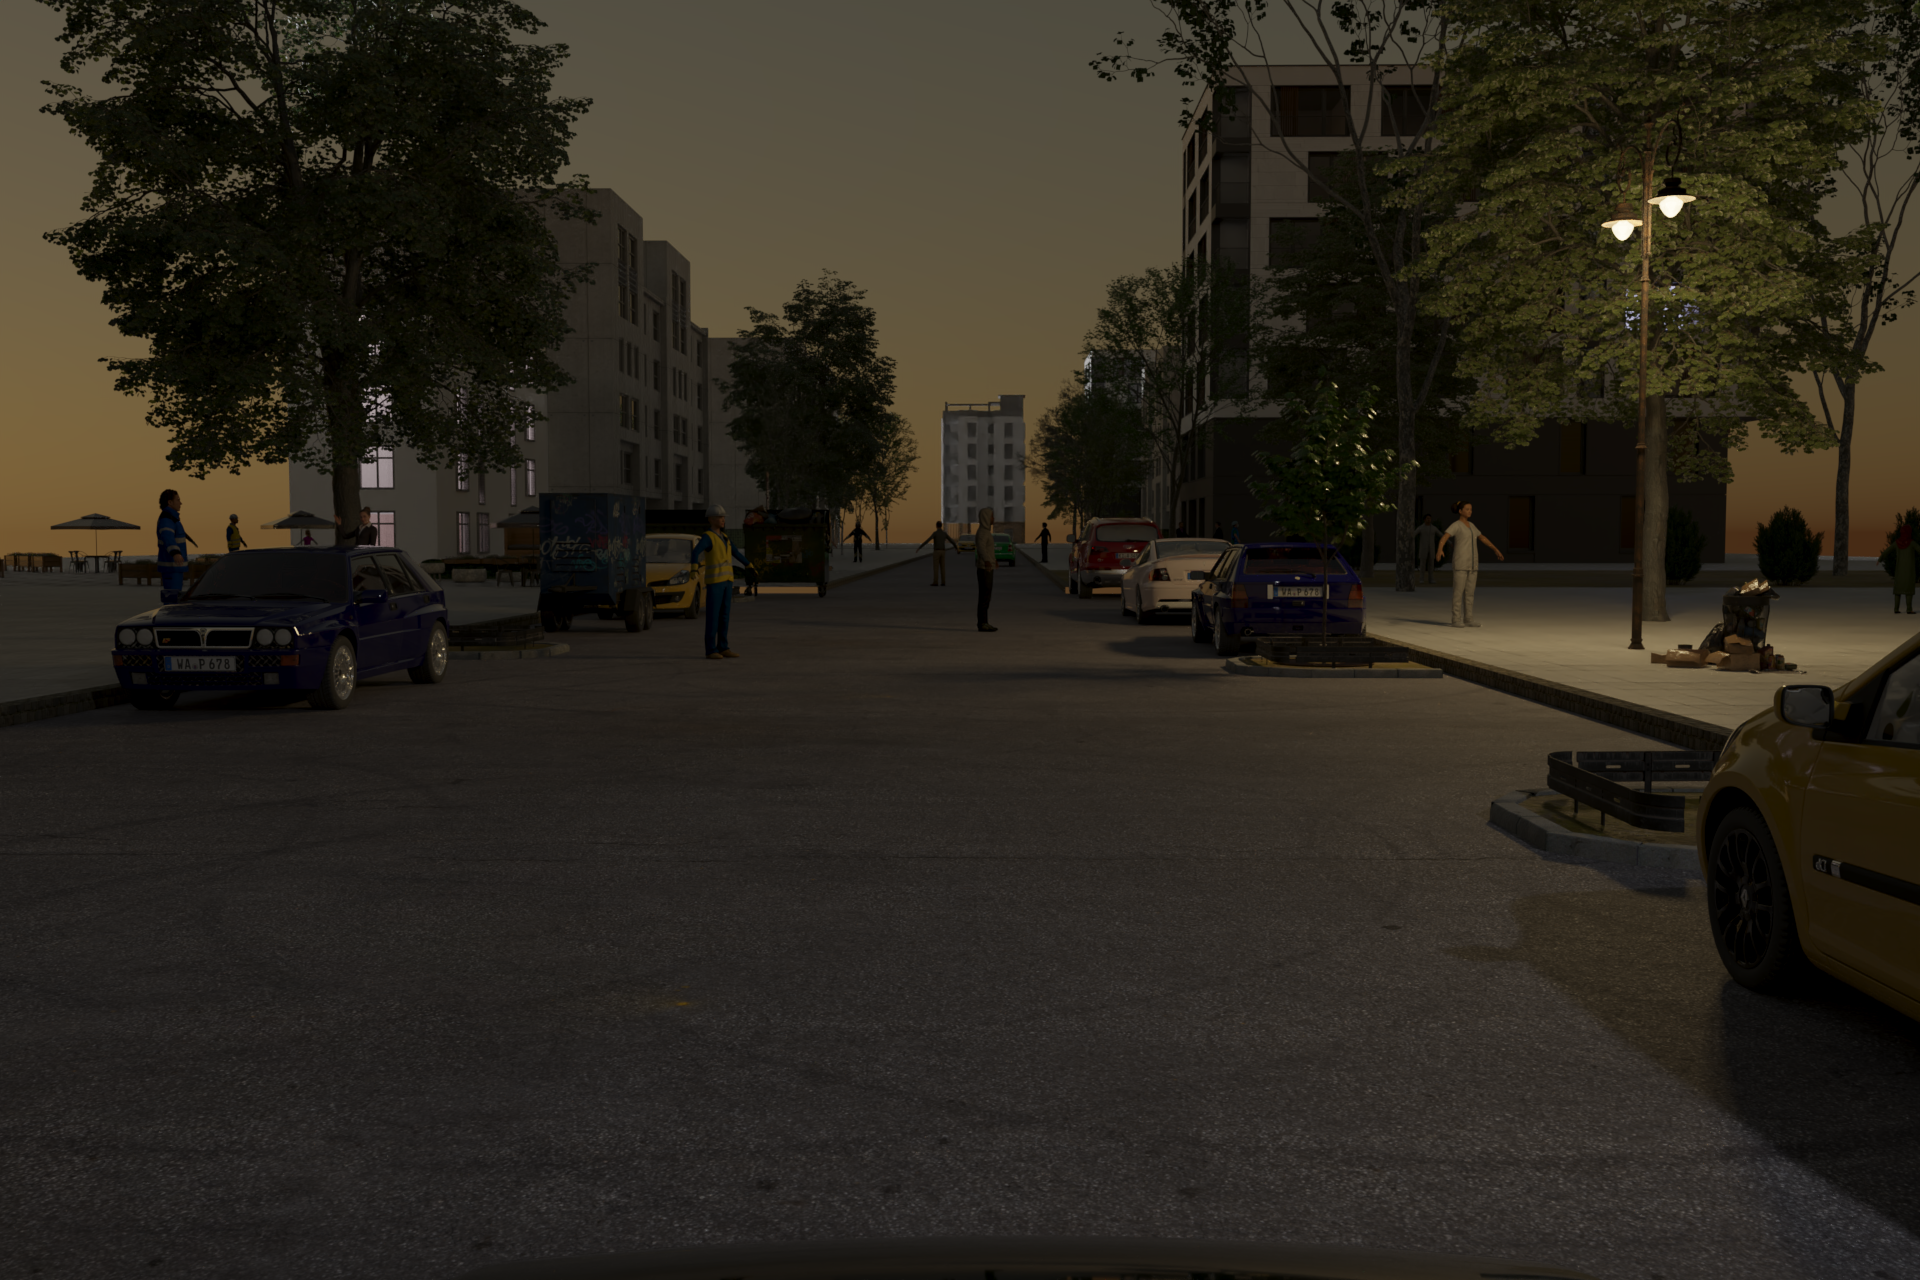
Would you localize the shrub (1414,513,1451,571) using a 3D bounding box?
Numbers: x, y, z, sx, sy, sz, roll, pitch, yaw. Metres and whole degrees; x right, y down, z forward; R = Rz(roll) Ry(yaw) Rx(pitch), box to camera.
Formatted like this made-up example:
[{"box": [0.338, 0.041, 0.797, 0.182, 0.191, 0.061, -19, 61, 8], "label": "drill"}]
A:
[{"box": [16.176, -3.394, 59.912, 1.690, 2.028, 1.600, 0, 3, 0], "label": "shrub"}]

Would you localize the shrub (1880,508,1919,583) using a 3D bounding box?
[{"box": [25.046, -2.511, 45.466, 1.690, 2.028, 1.600, 0, 3, 0], "label": "shrub"}]

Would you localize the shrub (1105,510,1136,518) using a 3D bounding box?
[{"box": [5.131, -3.174, 55.940, 1.661, 2.075, 1.752, 0, 3, 0], "label": "shrub"}]

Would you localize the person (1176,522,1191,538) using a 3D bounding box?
[{"box": [9.527, -4.185, 74.655, 1.346, 1.802, 0.704, -3, 4, -36], "label": "person"}]

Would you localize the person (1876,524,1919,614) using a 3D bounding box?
[{"box": [15.233, -1.141, 27.861, 0.599, 1.438, 0.989, -3, 4, -36], "label": "person"}]

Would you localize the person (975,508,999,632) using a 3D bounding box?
[{"box": [0.403, -1.033, 25.476, 0.705, 1.813, 1.348, 0, 4, 6], "label": "person"}]

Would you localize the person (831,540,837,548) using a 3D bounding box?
[{"box": [-3.902, -2.451, 45.929, 1.347, 1.847, 0.705, -2, 4, -32], "label": "person"}]

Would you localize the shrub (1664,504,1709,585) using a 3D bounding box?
[{"box": [17.940, -2.423, 43.662, 1.661, 2.075, 1.752, 0, 3, 0], "label": "shrub"}]

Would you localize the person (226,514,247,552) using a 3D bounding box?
[{"box": [-19.812, -2.531, 47.354, 0.705, 1.833, 1.349, 0, 4, -5], "label": "person"}]

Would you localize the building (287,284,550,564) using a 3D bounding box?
[{"box": [-21.651, -7.971, 72.481, 9.099, 9.664, 28.070, 0, 4, 2], "label": "building"}]

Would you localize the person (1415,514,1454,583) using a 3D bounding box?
[{"box": [12.140, -2.372, 44.965, 1.347, 1.806, 0.705, 0, 4, -3], "label": "person"}]

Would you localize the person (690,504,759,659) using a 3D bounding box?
[{"box": [-2.727, -0.675, 19.954, 0.721, 1.772, 1.216, 2, 4, 29], "label": "person"}]

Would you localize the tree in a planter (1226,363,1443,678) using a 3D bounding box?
[{"box": [3.836, -1.279, 18.131, 1.991, 3.239, 1.994, 0, 4, 2], "label": "tree in a planter"}]

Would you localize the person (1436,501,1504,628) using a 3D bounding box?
[{"box": [6.988, -1.041, 23.793, 1.217, 1.739, 0.721, -2, 4, -29], "label": "person"}]

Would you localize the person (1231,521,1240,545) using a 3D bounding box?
[{"box": [11.320, -3.974, 71.104, 0.704, 1.817, 1.347, 0, 4, 2], "label": "person"}]

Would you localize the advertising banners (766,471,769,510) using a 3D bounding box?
[{"box": [-5.402, -3.155, 47.771, 0.090, 3.025, 2.074, 0, 4, 2], "label": "advertising banners"}]

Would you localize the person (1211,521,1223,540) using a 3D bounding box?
[{"box": [11.069, -4.194, 74.507, 0.705, 1.837, 1.347, 2, 4, 30], "label": "person"}]

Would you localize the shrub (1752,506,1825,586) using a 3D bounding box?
[{"box": [20.594, -2.364, 43.070, 1.690, 2.028, 1.600, 0, 3, 0], "label": "shrub"}]

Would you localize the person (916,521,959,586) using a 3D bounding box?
[{"box": [-0.588, -2.389, 47.792, 1.348, 1.796, 0.705, -2, 4, -30], "label": "person"}]

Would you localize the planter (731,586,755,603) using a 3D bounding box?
[{"box": [-5.442, -0.970, 36.996, 1.991, 0.319, 1.994, 0, 4, 2], "label": "planter"}]

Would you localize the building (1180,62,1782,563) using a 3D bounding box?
[{"box": [25.431, -15.161, 91.862, 27.936, 21.610, 32.646, 0, 4, 1], "label": "building"}]

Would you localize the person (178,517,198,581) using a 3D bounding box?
[{"box": [-21.586, -2.548, 47.795, 1.346, 1.812, 0.704, 2, 4, 26], "label": "person"}]

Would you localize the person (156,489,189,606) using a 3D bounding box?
[{"box": [-9.570, -0.925, 21.107, 0.704, 1.831, 1.345, -1, 4, -22], "label": "person"}]

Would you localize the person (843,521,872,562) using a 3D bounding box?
[{"box": [-4.617, -4.429, 78.189, 1.354, 1.856, 0.705, 1, 4, 14], "label": "person"}]

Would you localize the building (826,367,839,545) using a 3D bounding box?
[{"box": [-19.795, -20.721, 195.213, 16.016, 20.090, 11.380, 0, 4, 1], "label": "building"}]

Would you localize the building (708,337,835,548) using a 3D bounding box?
[{"box": [-22.551, -18.675, 171.795, 16.747, 18.905, 31.486, 0, 4, 2], "label": "building"}]

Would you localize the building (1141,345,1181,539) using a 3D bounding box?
[{"box": [27.569, -18.608, 170.705, 16.747, 18.905, 31.486, 0, 4, 1], "label": "building"}]

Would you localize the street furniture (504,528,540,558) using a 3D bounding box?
[{"box": [-11.956, -3.334, 61.360, 9.812, 1.723, 11.010, 0, 4, -7], "label": "street furniture"}]

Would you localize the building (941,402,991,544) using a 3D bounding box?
[{"box": [-2.177, -23.248, 238.974, 11.380, 20.090, 16.016, 0, 4, -2], "label": "building"}]

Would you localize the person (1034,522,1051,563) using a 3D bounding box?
[{"box": [3.754, -4.358, 77.434, 0.705, 1.806, 1.347, 2, 4, 35], "label": "person"}]

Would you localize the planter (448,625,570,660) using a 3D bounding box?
[{"box": [-5.780, 0.025, 20.730, 1.991, 0.319, 1.994, 0, 4, 1], "label": "planter"}]

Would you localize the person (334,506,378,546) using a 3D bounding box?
[{"box": [-9.750, -1.290, 27.934, 0.742, 1.727, 0.445, 0, 4, -4], "label": "person"}]

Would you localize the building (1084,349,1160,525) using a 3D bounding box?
[{"box": [28.709, -22.250, 207.768, 27.936, 21.610, 32.646, 0, 4, 1], "label": "building"}]

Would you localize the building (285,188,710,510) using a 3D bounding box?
[{"box": [-25.994, -14.572, 104.707, 16.747, 18.905, 31.486, 0, 4, 1], "label": "building"}]

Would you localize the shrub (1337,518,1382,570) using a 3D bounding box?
[{"box": [14.102, -3.502, 61.304, 1.661, 2.075, 1.752, 0, 3, 0], "label": "shrub"}]

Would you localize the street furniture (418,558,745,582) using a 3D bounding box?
[{"box": [-11.120, -1.970, 47.832, 10.072, 0.657, 5.734, 0, 4, 8], "label": "street furniture"}]

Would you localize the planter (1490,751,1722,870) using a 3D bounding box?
[{"box": [3.644, 0.787, 8.279, 1.991, 0.319, 1.994, 0, 4, 1], "label": "planter"}]

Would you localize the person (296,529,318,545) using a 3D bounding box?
[{"box": [-21.515, -2.922, 57.034, 0.599, 1.433, 0.991, 2, 4, 35], "label": "person"}]
